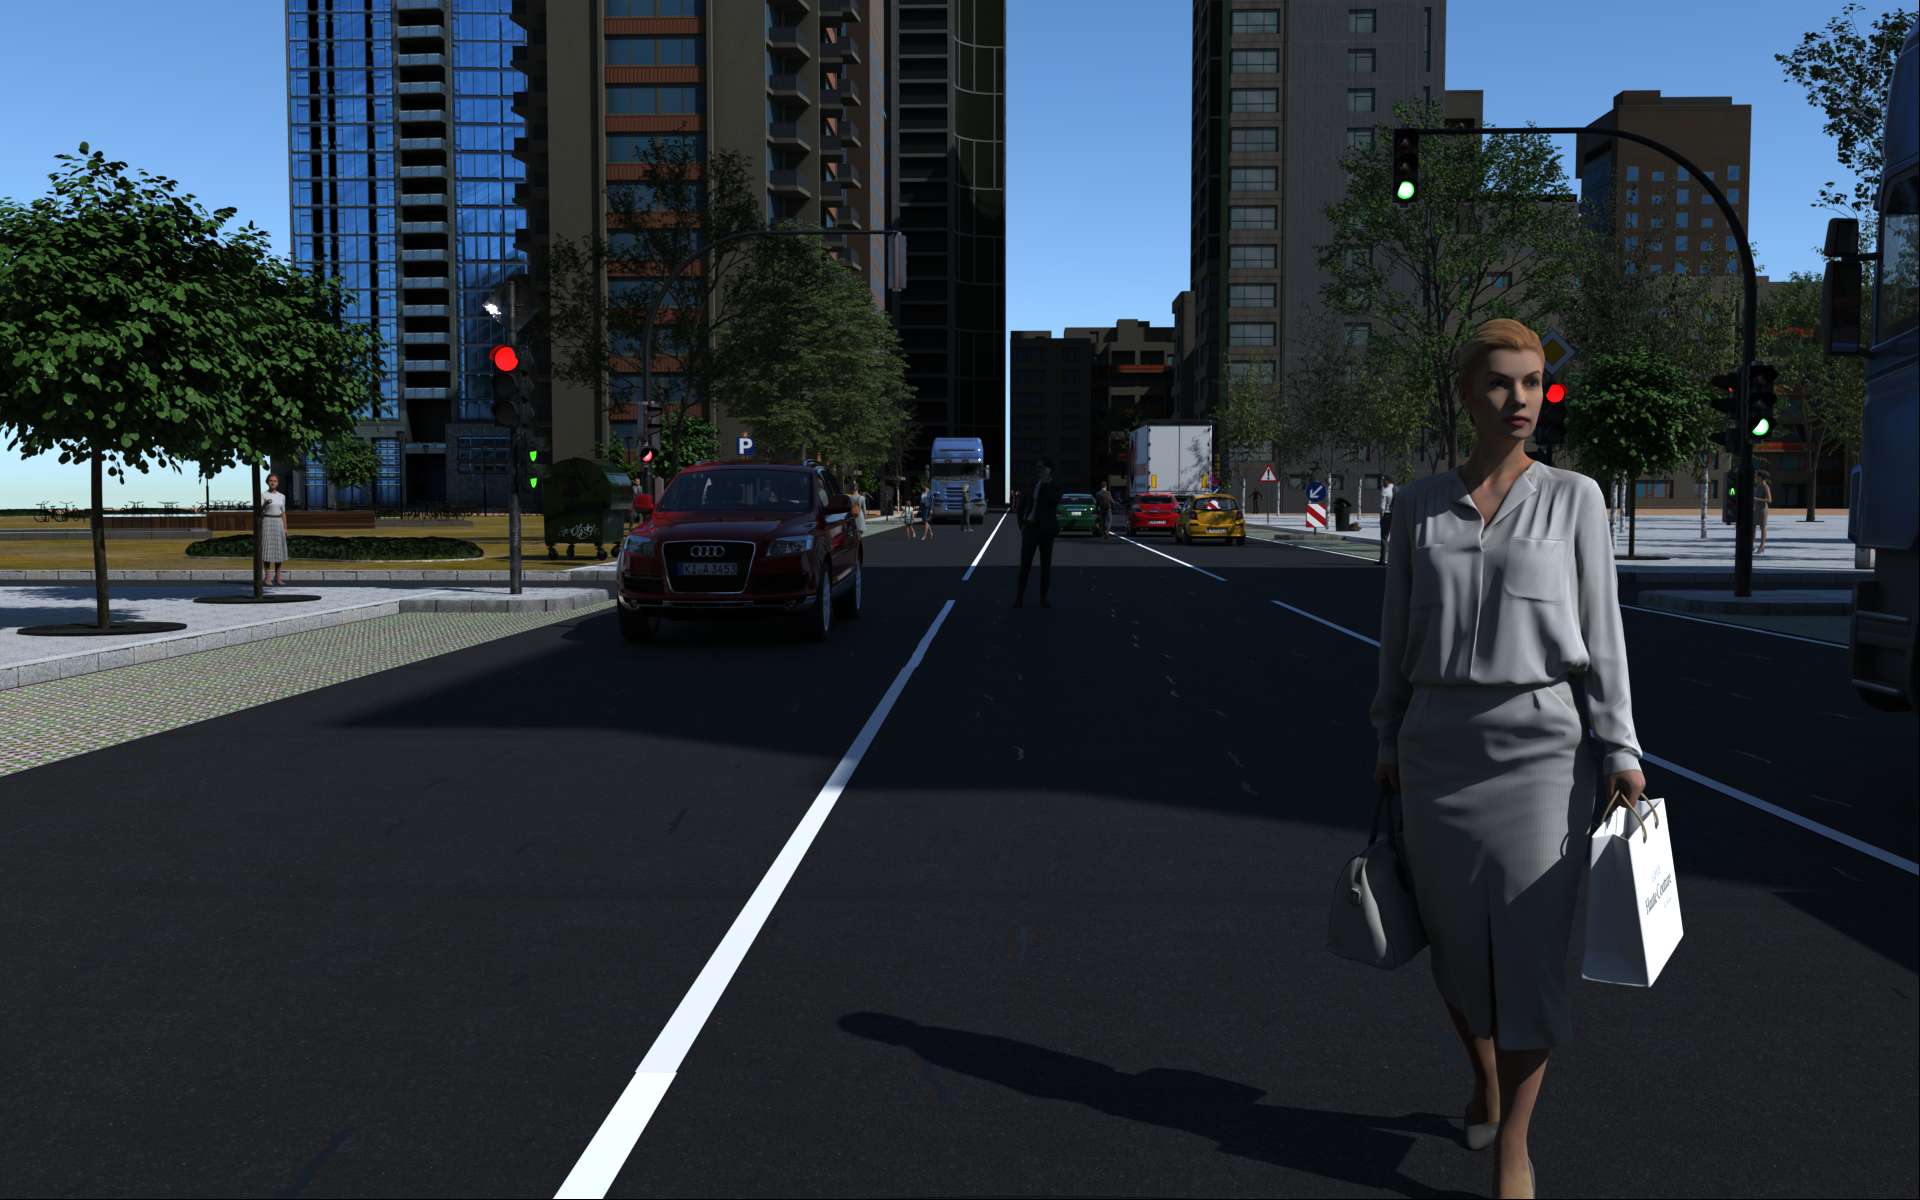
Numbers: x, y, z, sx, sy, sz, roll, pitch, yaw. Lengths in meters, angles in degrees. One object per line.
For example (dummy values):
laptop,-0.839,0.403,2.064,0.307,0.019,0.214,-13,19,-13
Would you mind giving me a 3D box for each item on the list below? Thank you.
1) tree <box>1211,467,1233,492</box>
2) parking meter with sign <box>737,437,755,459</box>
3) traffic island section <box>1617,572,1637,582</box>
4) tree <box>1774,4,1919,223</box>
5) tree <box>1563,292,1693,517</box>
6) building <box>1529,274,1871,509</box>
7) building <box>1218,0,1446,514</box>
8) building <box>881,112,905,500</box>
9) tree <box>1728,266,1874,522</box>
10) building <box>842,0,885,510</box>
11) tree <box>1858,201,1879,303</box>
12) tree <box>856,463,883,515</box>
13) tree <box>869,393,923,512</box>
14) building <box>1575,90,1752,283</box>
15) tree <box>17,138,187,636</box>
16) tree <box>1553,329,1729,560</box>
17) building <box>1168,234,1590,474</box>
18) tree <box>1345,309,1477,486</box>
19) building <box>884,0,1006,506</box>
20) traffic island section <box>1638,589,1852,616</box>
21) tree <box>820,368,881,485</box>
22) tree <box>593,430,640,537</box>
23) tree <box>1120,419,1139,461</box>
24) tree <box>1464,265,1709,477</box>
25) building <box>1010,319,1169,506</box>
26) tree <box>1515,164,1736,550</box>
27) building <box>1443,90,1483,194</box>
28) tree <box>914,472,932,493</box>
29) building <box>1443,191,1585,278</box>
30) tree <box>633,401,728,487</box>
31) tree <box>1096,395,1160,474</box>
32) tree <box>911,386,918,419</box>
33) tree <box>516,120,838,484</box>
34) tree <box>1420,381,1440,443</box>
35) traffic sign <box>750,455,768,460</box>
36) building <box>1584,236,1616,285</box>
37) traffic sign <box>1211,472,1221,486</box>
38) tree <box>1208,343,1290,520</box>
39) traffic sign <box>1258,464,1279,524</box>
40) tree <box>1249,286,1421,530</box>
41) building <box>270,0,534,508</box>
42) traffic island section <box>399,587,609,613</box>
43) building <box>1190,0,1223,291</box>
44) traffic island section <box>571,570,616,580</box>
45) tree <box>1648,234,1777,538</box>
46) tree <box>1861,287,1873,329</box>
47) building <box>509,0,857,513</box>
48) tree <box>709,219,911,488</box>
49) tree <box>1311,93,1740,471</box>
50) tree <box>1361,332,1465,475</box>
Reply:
tree,15.675,-6.809,105.923,1.663,3.219,1.824,0,3,0
parking meter with sign,-6.635,-3.523,53.869,0.543,3.016,1.738,0,4,-5
traffic island section,10.083,-0.453,29.687,2.009,0.180,2.903,0,4,2
tree,33.690,-12.269,56.486,12.611,20.169,13.585,0,3,0
tree,37.314,-10.959,97.309,7.486,12.596,7.792,0,3,0
building,72.285,-19.377,161.856,28.899,21.520,27.650,0,4,2
building,24.892,-26.683,119.867,14.154,41.232,14.086,0,4,2
building,-20.421,-31.370,167.518,28.867,44.769,22.147,0,4,2
tree,39.000,-9.375,79.043,9.928,11.665,9.643,0,3,0
building,-13.635,-30.082,141.958,14.600,45.320,14.200,0,4,2
tree,23.673,-5.743,44.263,4.737,8.622,4.395,0,3,0
tree,-5.510,-6.835,106.349,1.663,3.219,1.824,0,3,0
tree,-4.599,-10.503,122.088,4.360,8.622,3.978,0,3,0
building,78.658,-33.356,195.488,14.200,45.320,14.600,0,4,2
tree,-8.015,-1.989,16.239,4.285,4.588,4.351,0,3,0
tree,13.235,-3.090,34.233,4.285,4.588,4.351,0,3,0
building,32.446,-18.143,141.680,27.650,21.520,28.899,0,4,2
tree,17.194,-7.156,67.367,4.737,8.622,4.395,0,3,0
building,-5.016,-46.635,200.741,20.611,71.187,20.563,0,4,2
traffic island section,9.816,0.035,21.707,2.009,0.180,2.903,0,4,2
tree,-6.210,-9.108,99.275,4.737,8.622,4.395,0,3,0
tree,-10.303,-3.513,52.038,1.663,3.219,1.824,0,3,0
tree,17.414,-13.191,166.035,4.737,8.622,4.395,0,3,0
tree,26.152,-8.391,71.609,8.767,10.594,7.601,0,4,7
building,20.454,-22.054,205.629,28.899,21.520,27.650,0,4,2
tree,15.276,-5.460,39.629,4.360,8.622,3.978,0,3,0
building,46.582,-35.245,199.955,21.600,48.544,21.300,0,4,2
tree,-3.330,-9.787,154.623,1.663,3.219,1.824,0,3,0
building,51.024,-24.308,169.140,14.107,30.474,14.160,0,4,2
tree,-9.827,-4.742,61.246,4.285,4.588,4.351,0,3,0
tree,17.863,-15.660,181.792,9.928,11.665,9.643,0,3,0
tree,-5.863,-10.486,89.566,7.486,12.596,7.792,0,3,0
tree,-7.430,-6.710,44.114,8.767,10.594,7.601,0,4,-7
tree,19.502,-7.868,78.998,4.360,8.622,3.978,0,3,0
traffic sign,-6.548,-3.431,56.200,0.768,2.556,0.104,0,4,5
building,64.493,-25.942,195.844,14.107,30.474,14.160,0,4,2
traffic sign,14.669,-6.119,100.147,0.768,2.556,0.104,1,4,9
tree,14.129,-8.275,85.656,4.737,8.622,4.395,0,3,0
traffic sign,13.397,-4.604,75.275,0.884,2.594,0.081,0,4,7
tree,13.458,-6.853,62.409,4.360,8.622,3.978,0,3,0
building,-50.589,-52.261,167.145,31.000,86.520,22.319,0,4,2
traffic island section,-5.717,0.003,22.231,2.009,0.180,2.903,0,4,2
building,31.113,-44.458,165.137,20.563,71.187,20.611,0,4,2
traffic island section,-5.449,-0.485,30.211,2.009,0.180,2.903,0,4,2
tree,21.821,-6.096,50.034,4.737,8.622,4.395,0,3,0
tree,22.654,-5.400,38.645,4.360,8.622,3.978,0,3,0
building,-18.611,-28.502,120.636,22.147,44.769,28.867,0,4,2
tree,-6.988,-9.434,72.376,7.486,12.596,7.792,0,3,0
tree,12.958,-7.343,45.822,9.928,11.665,9.643,0,3,0
tree,27.527,-10.181,100.863,8.767,10.594,7.601,0,4,5
